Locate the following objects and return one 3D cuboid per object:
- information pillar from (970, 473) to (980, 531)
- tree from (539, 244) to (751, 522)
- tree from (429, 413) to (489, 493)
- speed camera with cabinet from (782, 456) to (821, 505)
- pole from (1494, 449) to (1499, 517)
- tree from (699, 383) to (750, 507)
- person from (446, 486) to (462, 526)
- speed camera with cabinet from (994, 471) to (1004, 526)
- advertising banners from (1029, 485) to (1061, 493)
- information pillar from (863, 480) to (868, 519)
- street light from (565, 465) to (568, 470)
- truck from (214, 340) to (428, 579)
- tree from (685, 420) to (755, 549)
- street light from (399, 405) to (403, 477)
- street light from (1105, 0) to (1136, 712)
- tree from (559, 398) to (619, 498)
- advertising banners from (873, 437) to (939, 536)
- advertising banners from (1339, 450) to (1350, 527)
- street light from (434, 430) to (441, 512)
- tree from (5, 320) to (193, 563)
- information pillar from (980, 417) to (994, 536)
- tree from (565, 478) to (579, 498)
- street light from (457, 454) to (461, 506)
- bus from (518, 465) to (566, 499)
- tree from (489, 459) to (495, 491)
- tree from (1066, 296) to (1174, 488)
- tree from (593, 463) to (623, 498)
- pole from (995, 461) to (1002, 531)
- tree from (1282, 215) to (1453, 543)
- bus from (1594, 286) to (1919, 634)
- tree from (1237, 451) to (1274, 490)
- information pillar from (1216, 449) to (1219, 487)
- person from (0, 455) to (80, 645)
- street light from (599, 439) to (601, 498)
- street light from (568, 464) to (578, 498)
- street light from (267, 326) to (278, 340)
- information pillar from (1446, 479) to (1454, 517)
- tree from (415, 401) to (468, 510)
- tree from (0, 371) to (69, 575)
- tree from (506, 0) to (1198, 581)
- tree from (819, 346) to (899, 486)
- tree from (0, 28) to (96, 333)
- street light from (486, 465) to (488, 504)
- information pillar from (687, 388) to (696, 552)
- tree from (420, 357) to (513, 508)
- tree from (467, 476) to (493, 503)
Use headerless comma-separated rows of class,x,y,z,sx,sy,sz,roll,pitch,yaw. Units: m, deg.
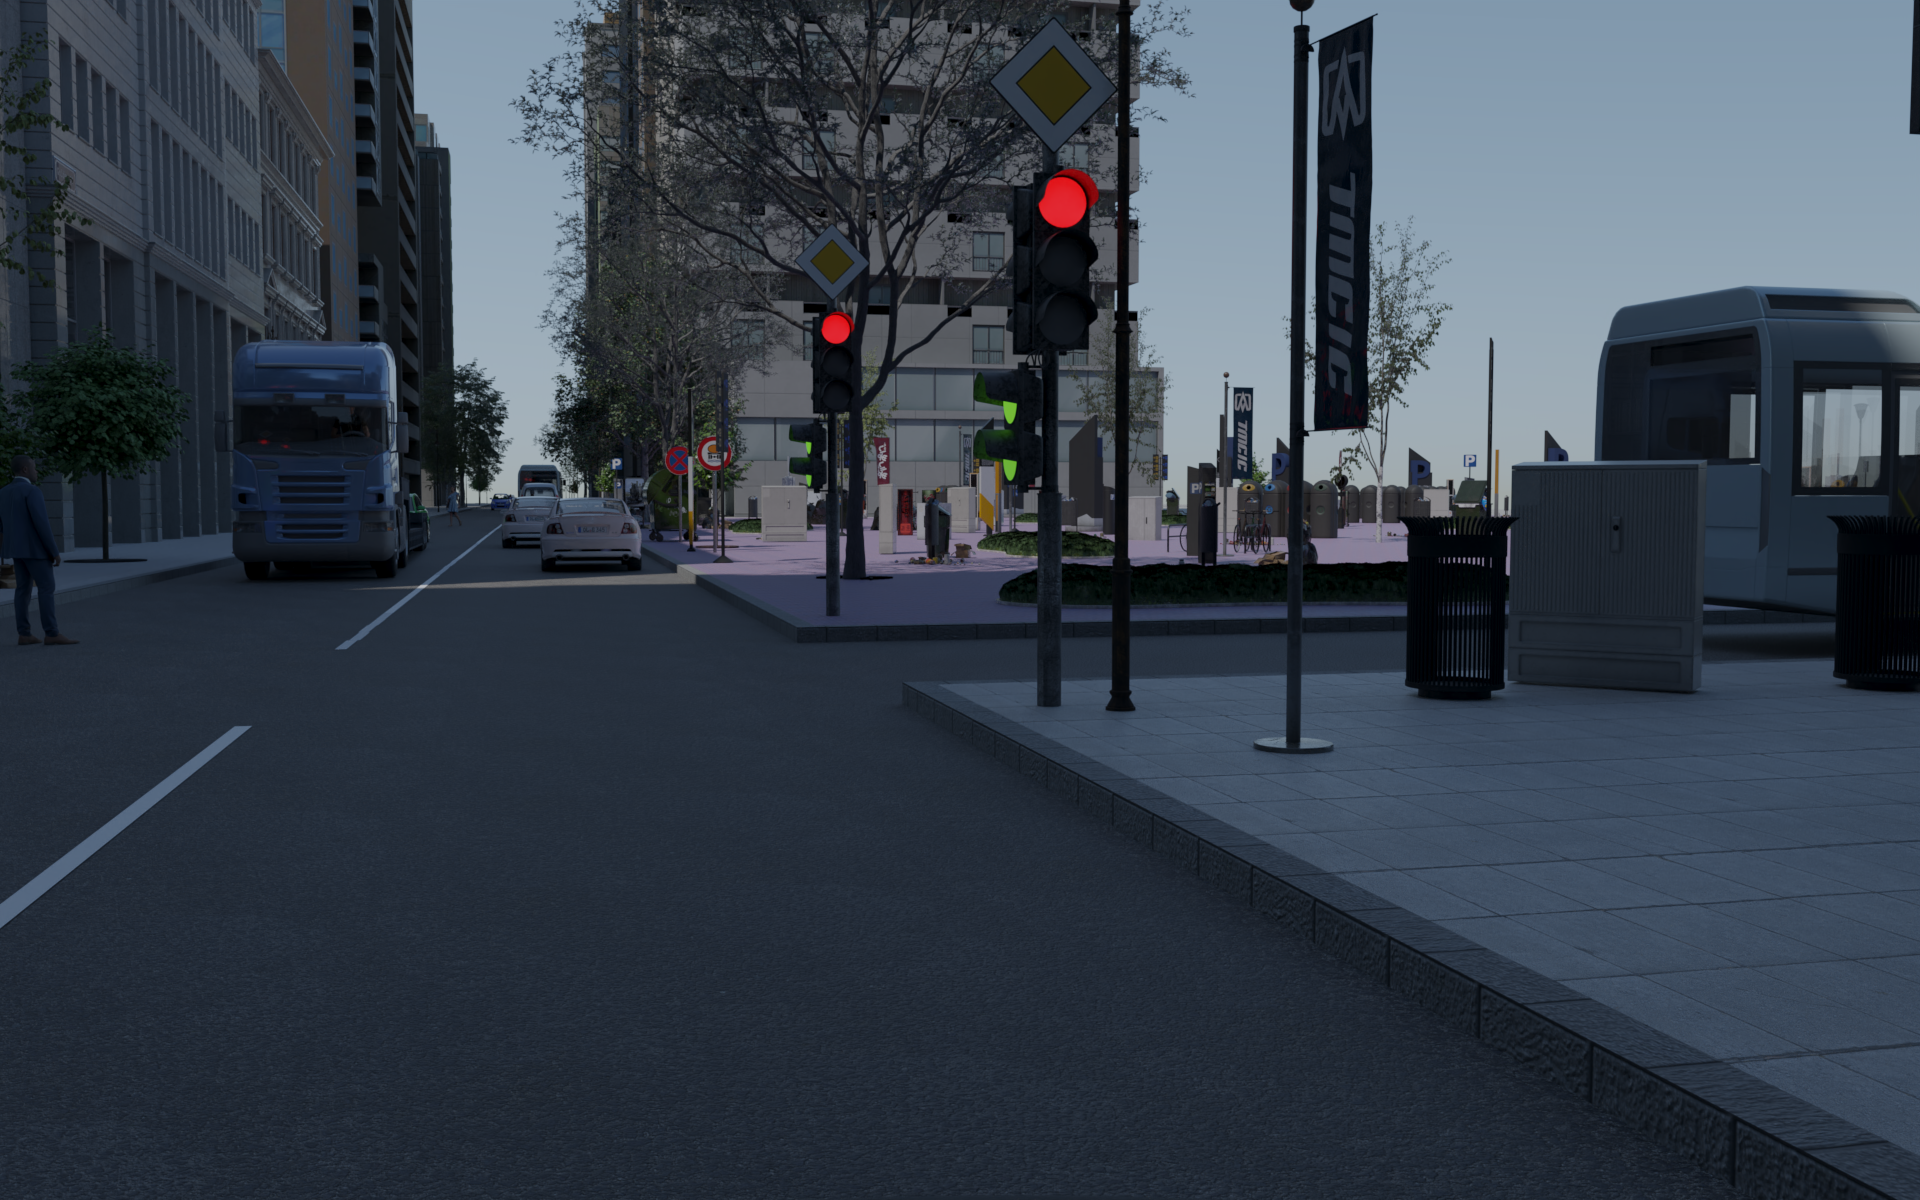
information pillar,0.532,-3.434,60.640,0.304,2.012,0.304,1,4,19
tree,-14.237,-9.872,78.422,9.611,12.733,9.660,0,3,0
tree,-44.011,-12.273,151.018,4.737,8.622,4.395,0,3,0
speed camera with cabinet,-8.294,-5.905,90.887,2.038,3.252,0.660,0,4,-4
pole,24.533,-5.218,79.161,0.158,3.312,0.155,0,3,0
tree,-12.747,-8.379,87.365,4.360,8.622,3.978,0,3,0
person,-22.542,-4.186,77.039,0.616,1.811,0.778,2,4,24
speed camera with cabinet,1.364,-4.587,69.330,0.660,3.252,2.038,0,4,7
advertising banners,3.470,-4.646,72.155,0.090,3.025,2.074,-3,5,-39
information pillar,-4.978,-5.242,90.198,0.304,2.012,0.304,0,4,7
street light,-48.393,-14.782,214.475,0.468,5.910,1.993,-1,4,-14
truck,-12.698,-2.836,36.132,2.967,4.110,18.799,-1,4,-15
tree,-5.675,-2.855,41.280,1.663,3.219,1.824,0,3,0
street light,-29.168,-7.196,90.436,0.468,5.910,1.993,-1,4,-14
street light,0.954,-2.283,10.115,0.468,5.910,1.993,-1,4,-14
tree,-26.921,-10.739,125.938,4.360,8.622,3.978,0,3,0
advertising banners,-1.660,-3.502,53.440,2.074,3.025,0.090,-1,4,-13
advertising banners,15.162,-4.416,68.385,0.090,3.025,2.074,0,4,2
street light,-37.012,-9.172,122.756,0.468,5.910,1.993,-1,4,-14
tree,-16.303,-2.998,32.729,4.285,4.588,4.351,0,3,0
information pillar,0.823,-3.737,52.452,0.504,3.616,0.183,-2,4,-32
tree,-43.149,-12.188,193.872,1.663,3.219,1.824,0,3,0
street light,-44.711,-11.112,154.473,0.468,5.910,1.993,-1,4,-14
bus,-27.663,-7.319,114.527,2.948,3.499,13.247,-1,4,-12
tree,-59.056,-16.056,212.878,4.737,8.622,4.395,0,3,0
tree,5.984,-6.947,63.944,4.360,8.622,3.978,0,3,0
tree,-19.407,-6.207,96.091,1.663,3.219,1.824,0,3,0
pole,1.276,-3.906,57.710,0.158,3.312,0.155,0,3,0
tree,10.930,-5.836,45.788,4.360,8.622,3.978,0,3,0
bus,13.103,-1.403,17.792,13.247,3.499,2.948,-1,4,-14
tree,13.200,-5.090,77.820,1.663,3.219,1.824,0,3,0
information pillar,13.435,-5.988,89.253,0.504,3.616,0.183,0,4,-6
person,-8.826,-0.475,16.453,0.721,1.800,0.419,1,4,16
street light,-21.168,-7.887,101.746,0.468,5.910,1.993,-1,4,-14
street light,-40.751,-12.841,182.744,0.468,5.910,1.993,-1,4,-14
street light,-18.892,-4.586,47.774,0.468,5.910,1.993,-1,4,-14
information pillar,24.462,-5.017,86.521,0.304,2.012,0.304,0,4,1
tree,-40.847,-11.438,137.378,4.360,8.622,3.978,0,3,0
tree,-15.042,-1.989,27.116,1.663,3.219,1.824,0,3,0
tree,-1.475,-7.062,25.830,12.009,13.543,11.850,0,3,0
tree,-4.966,-8.338,86.696,4.737,8.622,4.395,0,3,0
tree,-12.507,-4.253,19.897,4.737,8.622,4.395,0,3,0
street light,-64.333,-16.061,235.378,0.468,5.910,1.993,-1,4,-14
information pillar,-6.011,-2.894,38.672,0.183,3.616,0.504,0,4,-6
tree,-46.332,-15.521,160.420,9.857,13.997,8.962,0,3,0
tree,-67.369,-15.879,243.328,4.285,4.588,4.351,0,3,0
